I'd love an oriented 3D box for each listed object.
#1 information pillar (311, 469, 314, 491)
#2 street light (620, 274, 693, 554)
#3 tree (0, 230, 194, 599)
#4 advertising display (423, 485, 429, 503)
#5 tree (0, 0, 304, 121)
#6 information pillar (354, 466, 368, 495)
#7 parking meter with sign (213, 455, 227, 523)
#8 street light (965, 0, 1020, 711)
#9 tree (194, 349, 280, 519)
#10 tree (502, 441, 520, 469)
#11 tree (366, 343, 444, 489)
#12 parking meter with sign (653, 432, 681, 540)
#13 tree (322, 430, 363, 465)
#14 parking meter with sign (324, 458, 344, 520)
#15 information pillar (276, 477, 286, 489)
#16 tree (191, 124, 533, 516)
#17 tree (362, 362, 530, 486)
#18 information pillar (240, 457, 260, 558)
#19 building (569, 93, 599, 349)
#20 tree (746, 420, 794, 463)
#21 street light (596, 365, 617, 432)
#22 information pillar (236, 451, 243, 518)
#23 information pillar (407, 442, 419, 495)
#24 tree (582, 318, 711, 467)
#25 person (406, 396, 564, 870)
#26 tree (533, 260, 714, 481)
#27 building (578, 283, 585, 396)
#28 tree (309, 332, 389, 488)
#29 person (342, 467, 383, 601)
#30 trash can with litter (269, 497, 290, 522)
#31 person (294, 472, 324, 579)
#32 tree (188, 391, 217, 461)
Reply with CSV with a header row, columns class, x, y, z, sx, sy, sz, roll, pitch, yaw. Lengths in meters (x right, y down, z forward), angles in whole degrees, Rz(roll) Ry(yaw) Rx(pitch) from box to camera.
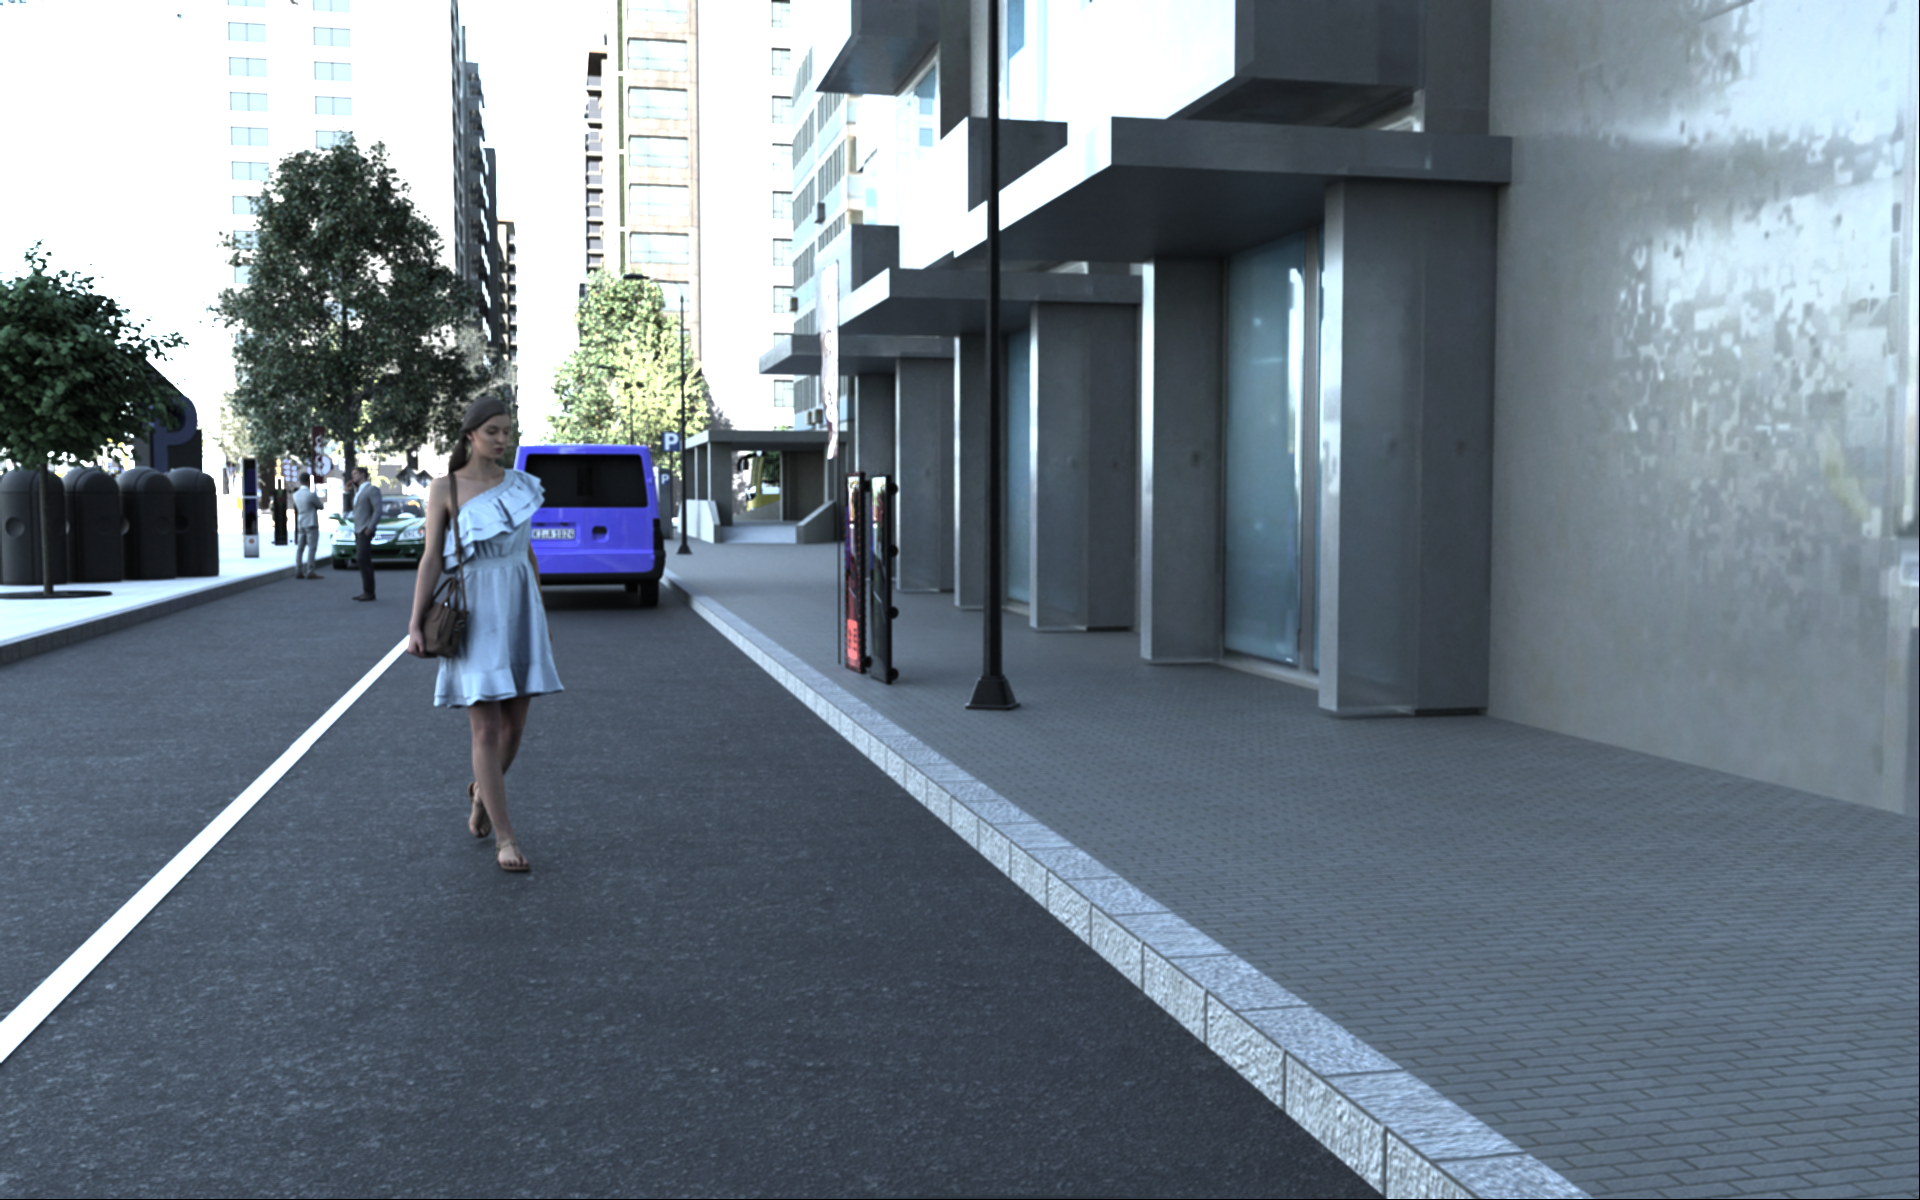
class,x,y,z,sx,sy,sz,roll,pitch,yaw
information pillar,-29.679,-5.385,79.392,0.183,3.616,0.504,-1,4,-16
street light,-6.426,-3.928,36.758,1.470,5.913,1.316,-1,4,-13
tree,-11.550,-2.323,21.695,4.285,4.588,4.351,0,3,0
advertising display,-27.945,-5.289,91.690,0.974,1.923,0.123,1,4,10
tree,-8.672,-6.031,8.972,12.009,13.543,11.850,0,3,0
information pillar,-15.912,-2.544,46.086,0.304,2.012,0.304,-1,4,-9
parking meter with sign,-33.553,-4.941,77.053,0.543,3.016,1.738,3,5,43
street light,-0.333,-2.299,10.122,1.470,5.913,1.316,-1,4,-13
tree,-36.879,-8.388,87.505,4.360,8.622,3.978,0,3,0
tree,-54.335,-15.835,209.264,4.360,8.622,3.978,0,3,0
tree,-26.234,-8.108,82.932,4.360,8.622,3.978,0,3,0
parking meter with sign,-8.484,-3.250,49.398,0.543,3.016,1.738,-2,4,-27
tree,-42.277,-11.635,124.651,8.767,10.594,7.601,-1,4,-11
parking meter with sign,-30.705,-5.437,85.157,1.738,3.016,0.543,3,5,42
information pillar,-29.605,-4.346,75.554,0.304,2.012,0.304,0,4,1
tree,-19.171,-8.392,54.220,9.611,12.733,9.660,0,3,0
tree,-32.760,-10.941,113.303,8.767,10.594,7.601,1,4,18
information pillar,-14.288,-1.856,34.845,0.304,2.012,0.304,-2,4,-28
building,-47.083,-43.805,258.204,21.231,58.520,28.212,-1,4,-13
tree,-7.808,-5.693,76.797,4.285,4.588,4.351,0,3,0
street light,-12.452,-5.521,62.807,1.470,5.913,1.316,-1,4,-13
information pillar,-39.145,-6.292,94.231,0.504,3.616,0.183,1,4,9
information pillar,-24.328,-5.245,77.106,0.504,3.616,0.183,0,4,-6
tree,-12.981,-7.543,73.689,4.737,8.622,4.395,0,3,0
person,-1.888,0.110,6.803,0.616,1.811,0.778,-2,4,-32
tree,-16.449,-10.272,84.947,9.611,12.733,9.660,0,3,0
building,-45.101,-28.510,237.838,14.160,30.474,14.107,-1,4,-13
tree,-25.469,-7.441,72.019,4.737,8.622,4.395,0,3,0
person,-8.079,-0.902,23.430,0.473,1.802,0.592,-2,4,-28
trash can with litter,-31.590,-4.228,80.521,1.055,1.170,0.624,2,4,28
person,-11.047,-1.270,29.442,0.511,1.800,0.466,1,4,11
tree,-53.680,-10.355,119.663,4.737,8.622,4.395,0,3,0
